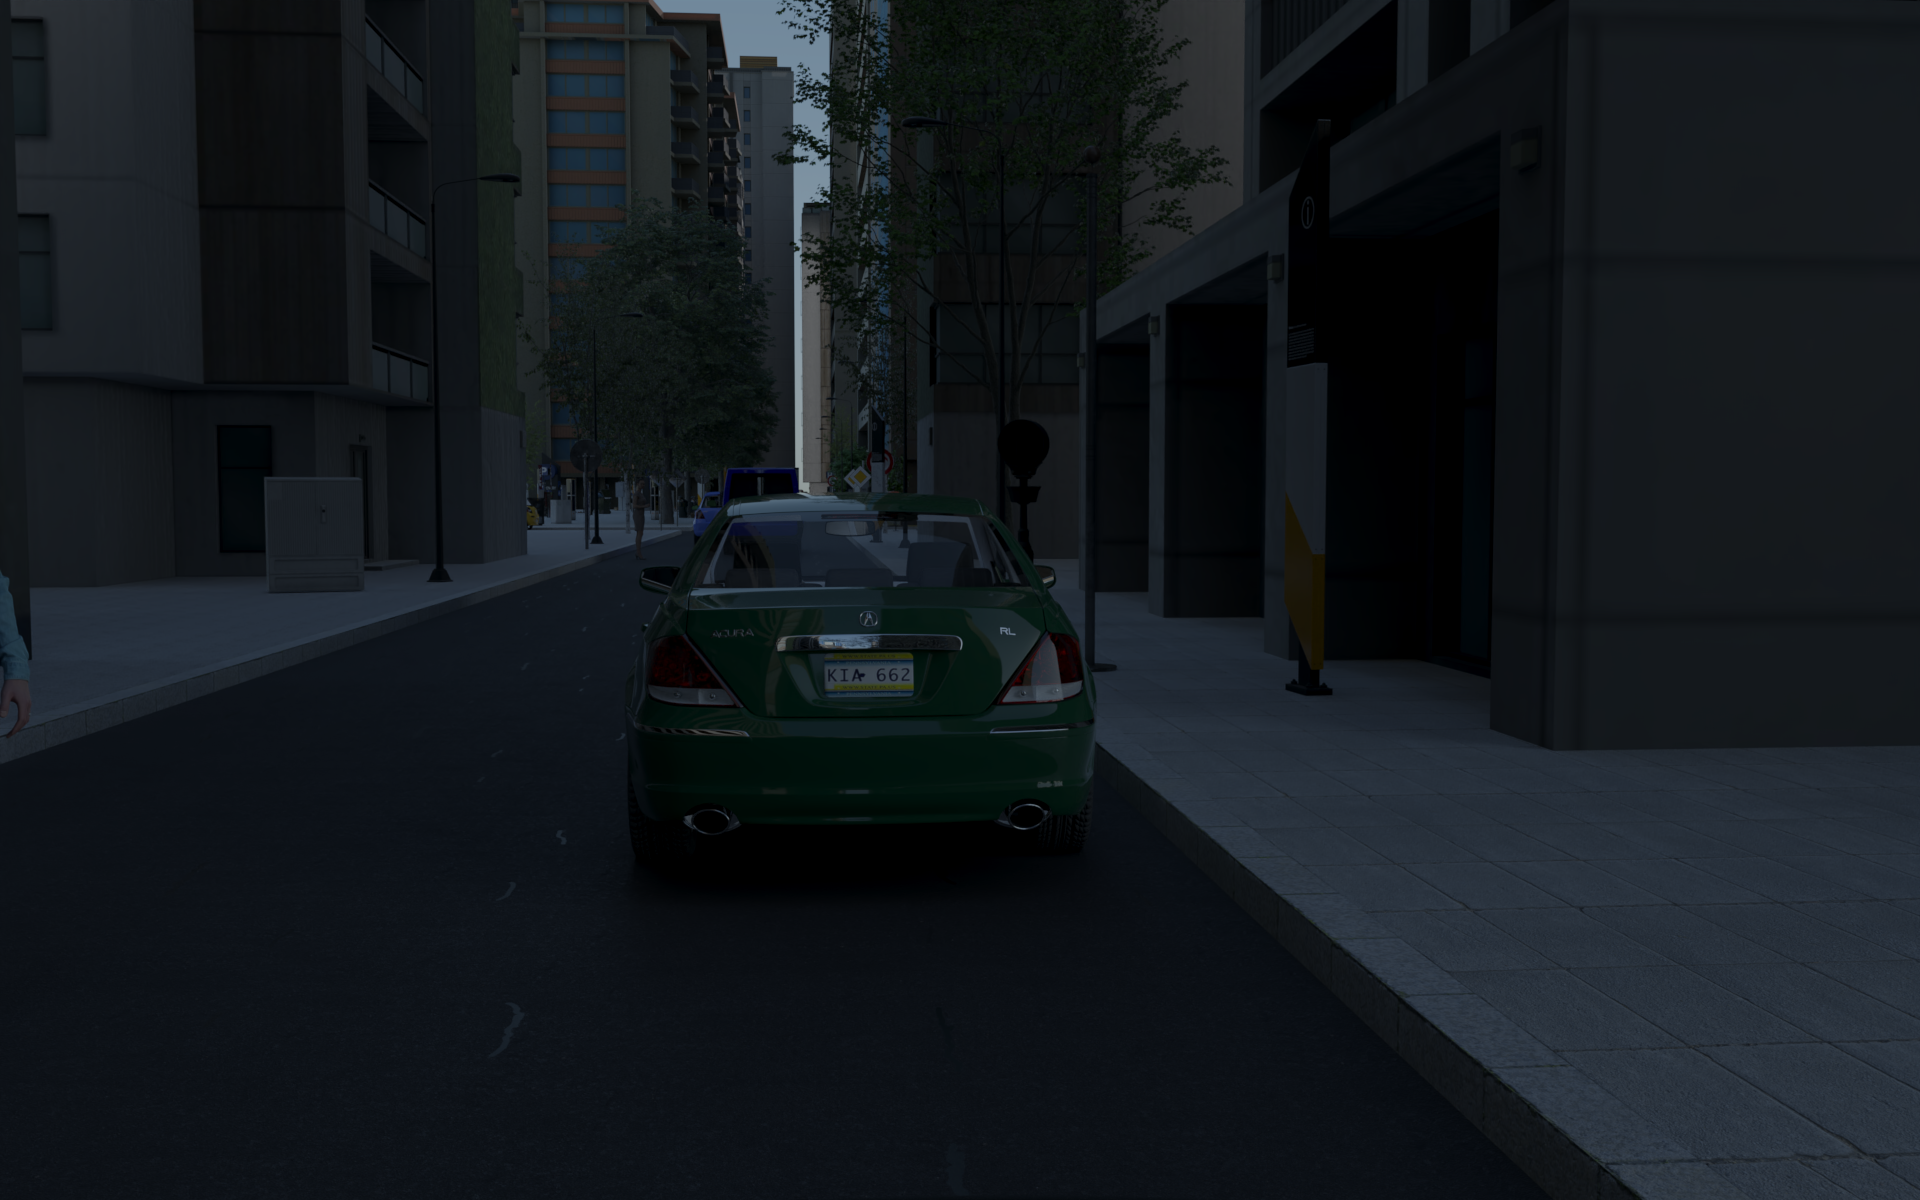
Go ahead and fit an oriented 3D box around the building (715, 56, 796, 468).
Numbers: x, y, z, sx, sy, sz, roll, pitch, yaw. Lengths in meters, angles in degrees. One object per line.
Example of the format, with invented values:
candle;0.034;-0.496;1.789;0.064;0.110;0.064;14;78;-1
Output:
building;-36.596;-42.432;235.765;28.212;58.520;21.231;0;4;-5

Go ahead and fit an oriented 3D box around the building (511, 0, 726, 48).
building;-32.023;-30.651;155.775;22.147;44.769;28.867;0;4;-5

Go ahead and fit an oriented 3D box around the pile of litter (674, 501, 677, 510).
pile of litter;-22.804;-7.719;140.162;1.719;0.858;1.176;0;4;4

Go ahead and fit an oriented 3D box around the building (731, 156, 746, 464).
building;-32.966;-32.158;209.384;14.086;41.232;14.154;0;4;-5

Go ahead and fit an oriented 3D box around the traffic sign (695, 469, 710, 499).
traffic sign;-13.034;-5.353;87.627;0.768;2.556;0.104;0;4;0

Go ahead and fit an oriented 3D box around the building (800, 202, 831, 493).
building;-14.579;-33.771;235.750;14.086;41.232;14.154;0;4;-5

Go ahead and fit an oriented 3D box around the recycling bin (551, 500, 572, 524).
recycling bin;-17.293;-3.824;75.077;0.722;1.027;0.722;-2;4;-31

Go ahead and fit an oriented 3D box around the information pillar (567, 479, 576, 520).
information pillar;-18.934;-4.884;84.341;0.304;2.012;0.304;2;4;30

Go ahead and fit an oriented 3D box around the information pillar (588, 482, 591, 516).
information pillar;-21.976;-5.979;102.255;0.304;2.012;0.304;-1;4;-13

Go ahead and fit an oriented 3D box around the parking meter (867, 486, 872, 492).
parking meter;-2.743;-2.816;54.460;0.372;1.533;0.369;0;3;0

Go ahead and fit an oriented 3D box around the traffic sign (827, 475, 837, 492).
traffic sign;-8.596;-7.164;117.233;0.768;2.556;0.104;0;4;2

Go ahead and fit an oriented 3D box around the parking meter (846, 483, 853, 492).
parking meter;-5.031;-4.499;79.265;0.399;1.863;0.255;0;4;-1

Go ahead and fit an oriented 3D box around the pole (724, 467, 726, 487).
pole;-15.766;-7.494;116.365;0.158;3.312;0.155;0;3;0

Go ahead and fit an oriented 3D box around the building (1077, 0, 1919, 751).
building;12.705;-35.086;11.916;20.563;71.187;20.611;0;4;-5

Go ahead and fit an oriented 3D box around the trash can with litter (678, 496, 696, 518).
trash can with litter;-16.268;-5.612;103.139;1.055;1.170;0.624;0;4;8

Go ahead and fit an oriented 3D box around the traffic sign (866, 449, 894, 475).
traffic sign;-2.216;-2.936;48.110;0.768;2.556;0.104;0;4;-1

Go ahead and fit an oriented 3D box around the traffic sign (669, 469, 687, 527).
traffic sign;-11.151;-3.953;68.277;0.795;2.450;0.064;0;4;-5

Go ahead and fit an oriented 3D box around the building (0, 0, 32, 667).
building;-16.825;-23.047;0.516;21.300;48.544;21.600;0;4;-5

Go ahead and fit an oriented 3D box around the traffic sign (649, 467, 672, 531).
traffic sign;-10.417;-3.467;60.326;0.795;2.450;0.064;0;4;-5

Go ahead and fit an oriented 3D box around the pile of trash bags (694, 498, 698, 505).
pile of trash bags;-18.706;-7.437;131.352;1.912;1.369;3.447;3;5;42

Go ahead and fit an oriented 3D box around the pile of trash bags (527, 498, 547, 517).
pile of trash bags;-24.993;-5.388;97.840;1.912;1.369;3.447;2;4;33

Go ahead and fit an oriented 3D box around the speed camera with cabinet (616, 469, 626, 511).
speed camera with cabinet;-25.635;-8.376;131.281;0.660;3.252;2.038;0;4;0

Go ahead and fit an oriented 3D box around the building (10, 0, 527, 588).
building;-15.587;-21.079;28.237;14.154;41.232;14.086;0;4;-5

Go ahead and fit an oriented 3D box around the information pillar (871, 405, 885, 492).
information pillar;-2.165;-3.322;45.661;0.183;3.616;0.504;-3;5;-40

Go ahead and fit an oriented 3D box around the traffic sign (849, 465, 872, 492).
traffic sign;-3.500;-3.505;60.941;0.795;2.450;0.064;0;4;-5

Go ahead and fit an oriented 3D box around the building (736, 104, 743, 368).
building;-34.559;-32.426;184.797;22.147;44.769;28.867;0;4;-5

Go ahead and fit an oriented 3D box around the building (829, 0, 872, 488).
building;-0.884;-32.591;156.571;21.300;48.544;21.600;0;4;-5

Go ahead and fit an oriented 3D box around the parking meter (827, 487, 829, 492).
parking meter;-10.171;-7.867;134.333;0.255;1.863;0.399;-1;4;-9

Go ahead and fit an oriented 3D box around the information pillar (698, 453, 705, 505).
information pillar;-13.292;-5.975;89.041;0.504;3.616;0.183;3;5;42

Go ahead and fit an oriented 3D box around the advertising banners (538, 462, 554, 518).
advertising banners;-24.988;-6.625;104.508;0.090;3.025;2.074;1;4;12

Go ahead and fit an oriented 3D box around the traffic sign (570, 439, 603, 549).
traffic sign;-8.664;-2.449;40.149;0.768;2.556;0.104;0;4;3

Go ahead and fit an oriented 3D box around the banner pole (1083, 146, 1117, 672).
banner pole;0.976;-1.393;12.787;0.401;3.779;0.863;0;4;7

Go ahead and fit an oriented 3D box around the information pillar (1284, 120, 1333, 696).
information pillar;2.236;-1.211;11.154;0.183;3.616;0.504;-1;4;-11

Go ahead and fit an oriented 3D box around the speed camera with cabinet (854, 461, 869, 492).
speed camera with cabinet;-5.280;-6.636;102.841;2.038;3.252;0.660;-3;4;-38

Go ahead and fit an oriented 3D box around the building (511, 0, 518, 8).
building;-60.976;-48.598;232.828;20.611;71.187;20.563;0;4;-5

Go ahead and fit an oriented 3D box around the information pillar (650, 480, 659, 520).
information pillar;-15.011;-4.938;85.220;0.304;2.012;0.304;3;4;37

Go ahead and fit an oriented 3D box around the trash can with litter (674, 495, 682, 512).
trash can with litter;-20.560;-7.110;127.312;1.678;1.210;2.233;-2;4;-26

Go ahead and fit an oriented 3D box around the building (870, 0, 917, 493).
building;2.339;-27.131;93.699;14.600;45.320;14.200;0;4;-5

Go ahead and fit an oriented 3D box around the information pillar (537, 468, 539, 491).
information pillar;-33.401;-8.952;137.724;0.504;3.616;0.183;2;4;35

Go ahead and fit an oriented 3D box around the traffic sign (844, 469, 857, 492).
traffic sign;-4.234;-3.991;68.893;0.795;2.450;0.064;0;4;-5

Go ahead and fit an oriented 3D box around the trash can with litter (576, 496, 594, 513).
trash can with litter;-25.376;-6.457;116.626;2.233;1.210;1.678;2;4;31

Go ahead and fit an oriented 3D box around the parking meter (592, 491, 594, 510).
parking meter;-26.572;-7.120;124.827;0.372;1.533;0.369;0;3;0

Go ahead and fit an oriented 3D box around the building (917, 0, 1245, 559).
building;5.846;-16.442;40.526;14.160;30.474;14.107;0;4;-5

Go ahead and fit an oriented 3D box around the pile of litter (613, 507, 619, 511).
pile of litter;-26.527;-7.410;135.119;1.176;0.858;1.719;2;4;34
